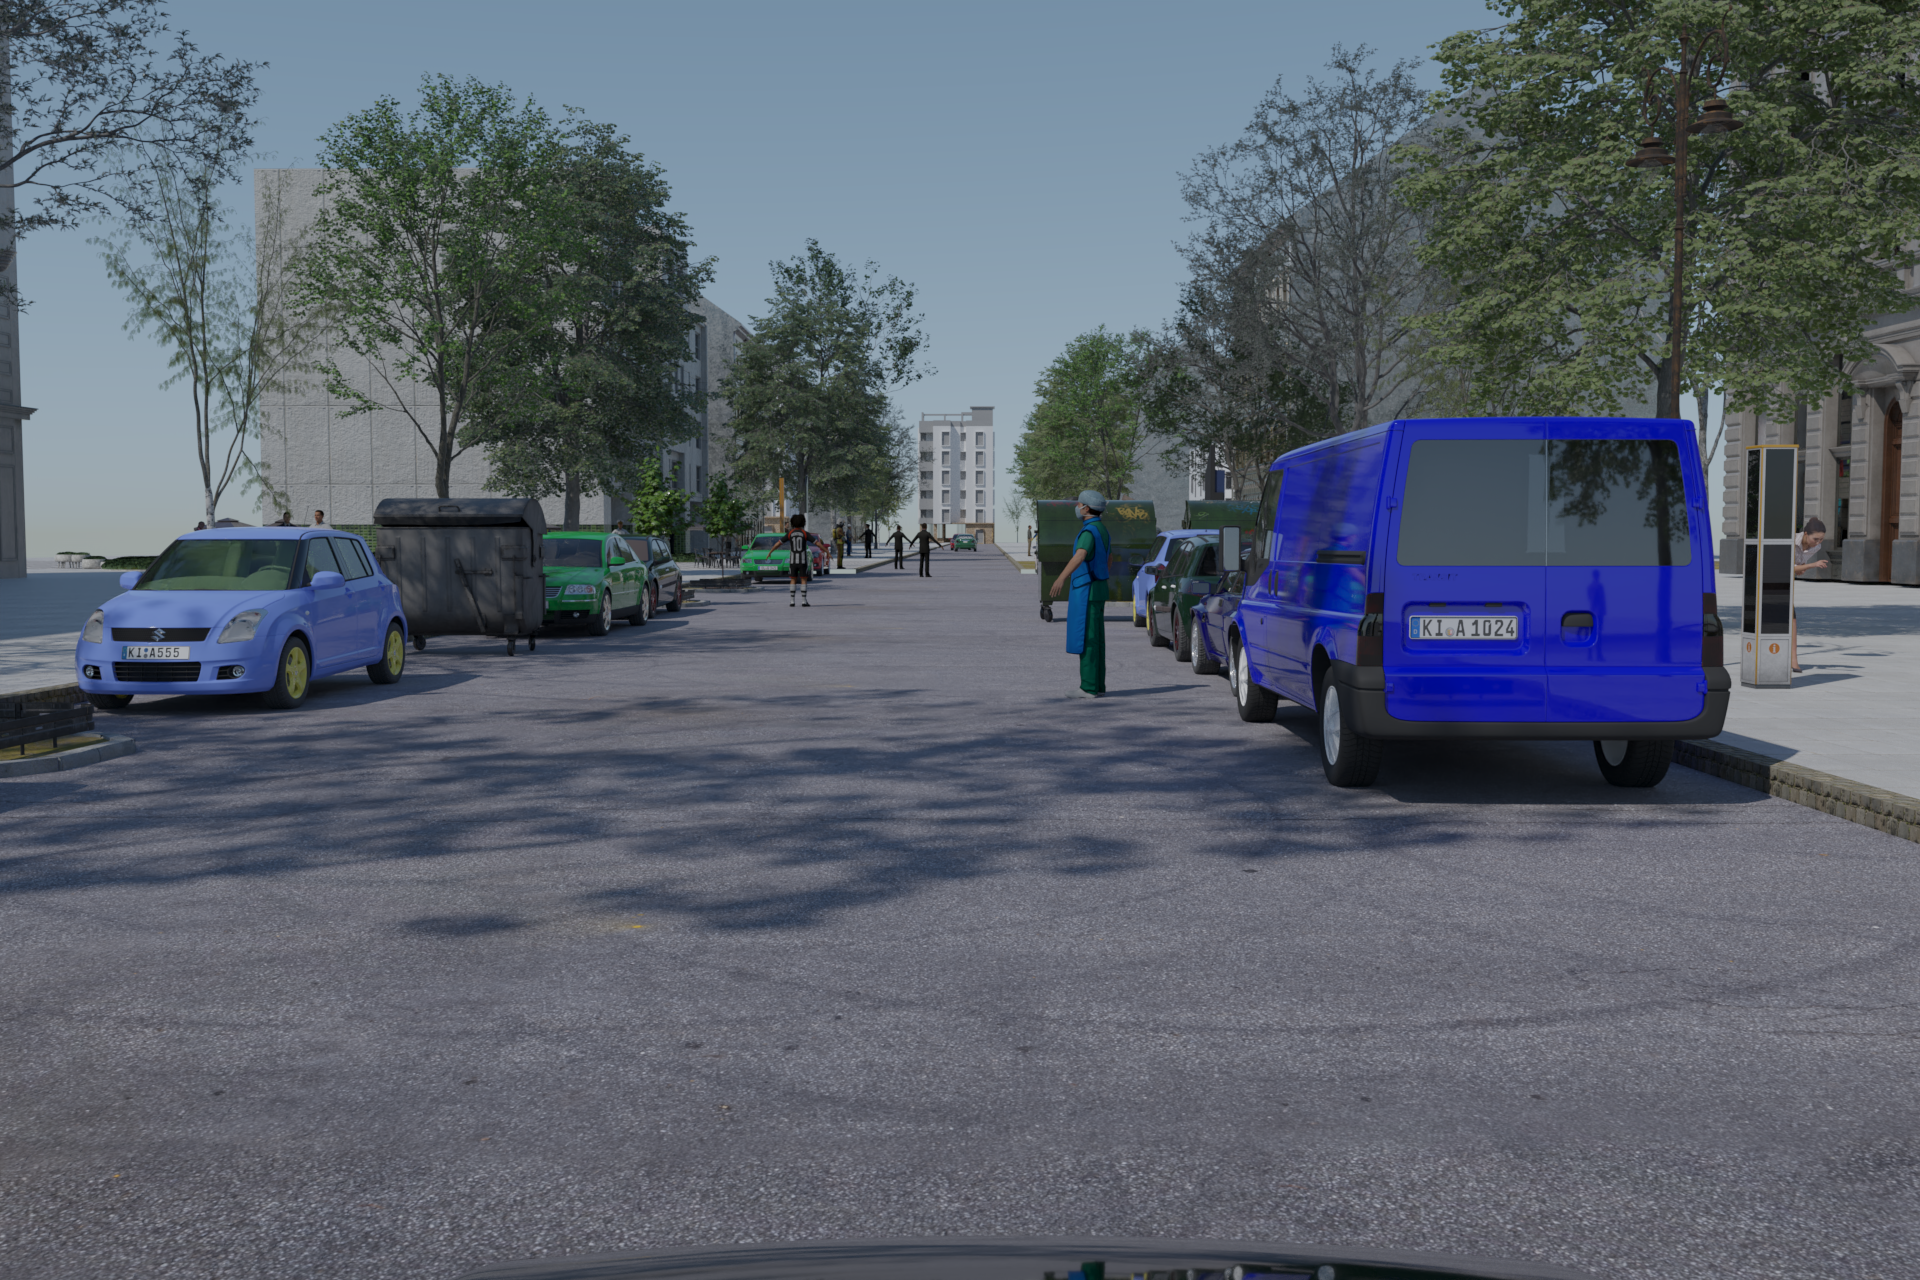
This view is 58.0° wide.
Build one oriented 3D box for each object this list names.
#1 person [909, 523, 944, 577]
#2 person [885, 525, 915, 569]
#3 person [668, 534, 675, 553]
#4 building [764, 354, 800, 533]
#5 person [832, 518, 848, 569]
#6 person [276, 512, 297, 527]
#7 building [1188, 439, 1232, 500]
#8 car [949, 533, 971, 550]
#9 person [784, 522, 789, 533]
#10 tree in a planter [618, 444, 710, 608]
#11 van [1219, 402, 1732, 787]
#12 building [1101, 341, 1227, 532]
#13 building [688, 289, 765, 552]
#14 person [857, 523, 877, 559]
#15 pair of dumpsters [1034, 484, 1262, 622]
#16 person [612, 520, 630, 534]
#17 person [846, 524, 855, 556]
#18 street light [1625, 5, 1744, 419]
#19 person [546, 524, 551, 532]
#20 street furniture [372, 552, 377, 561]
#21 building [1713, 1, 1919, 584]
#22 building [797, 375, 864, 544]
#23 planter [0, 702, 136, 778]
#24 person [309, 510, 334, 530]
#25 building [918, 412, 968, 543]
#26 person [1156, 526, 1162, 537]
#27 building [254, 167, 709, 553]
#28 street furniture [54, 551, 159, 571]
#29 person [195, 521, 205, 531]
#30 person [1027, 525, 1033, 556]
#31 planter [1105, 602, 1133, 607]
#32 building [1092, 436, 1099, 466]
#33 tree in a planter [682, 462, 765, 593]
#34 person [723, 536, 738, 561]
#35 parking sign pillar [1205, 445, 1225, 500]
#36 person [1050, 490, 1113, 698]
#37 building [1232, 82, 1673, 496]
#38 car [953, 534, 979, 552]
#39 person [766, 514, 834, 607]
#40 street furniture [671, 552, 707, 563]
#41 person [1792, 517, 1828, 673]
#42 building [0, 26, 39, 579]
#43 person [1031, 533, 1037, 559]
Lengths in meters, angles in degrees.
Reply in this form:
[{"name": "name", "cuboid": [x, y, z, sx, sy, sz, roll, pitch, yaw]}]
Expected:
[{"name": "person", "cuboid": [-1.158, -2.984, 57.476, 1.346, 1.802, 0.704, 2, 4, 30]}, {"name": "person", "cuboid": [-2.471, -3.771, 70.341, 1.346, 1.802, 0.704, 2, 4, 26]}, {"name": "person", "cuboid": [-14.997, -5.080, 89.775, 0.721, 1.740, 1.216, 0, 4, 0]}, {"name": "building", "cuboid": [-22.780, -19.771, 179.671, 16.016, 20.090, 11.380, 0, 4, 2]}, {"name": "person", "cuboid": [-4.365, -3.535, 63.563, 0.705, 1.858, 1.354, -1, 4, -16]}, {"name": "person", "cuboid": [-16.159, -2.177, 41.637, 1.345, 1.823, 0.704, -2, 4, -27]}, {"name": "building", "cuboid": [25.200, -12.407, 144.998, 9.099, 9.664, 28.070, 0, 4, 1]}, {"name": "car", "cuboid": [0.081, -8.785, 152.679, 2.155, 1.783, 4.494, 0, 4, 1]}, {"name": "person", "cuboid": [-7.450, -4.192, 74.682, 0.704, 1.812, 1.346, 1, 4, 9]}, {"name": "tree in a planter", "cuboid": [-6.060, -2.281, 34.513, 1.991, 3.239, 1.994, 0, 4, 2]}, {"name": "van", "cuboid": [3.053, -0.433, 11.457, 2.240, 2.365, 5.245, 0, 4, 0]}, {"name": "building", "cuboid": [25.975, -22.610, 200.606, 19.493, 23.208, 18.063, 0, 4, 1]}, {"name": "building", "cuboid": [-25.439, -18.504, 133.476, 19.493, 23.208, 18.063, 0, 3, 0]}, {"name": "person", "cuboid": [-4.839, -5.197, 90.906, 1.347, 1.837, 0.705, -3, 5, -44]}, {"name": "pair of dumpsters", "cuboid": [3.439, -1.446, 28.585, 4.436, 2.255, 1.574, 0, 3, 0]}, {"name": "person", "cuboid": [-11.706, -3.262, 59.801, 1.216, 1.778, 0.721, -1, 4, -20]}, {"name": "person", "cuboid": [-6.346, -5.728, 99.511, 0.705, 1.847, 1.347, -1, 4, -20]}, {"name": "street light", "cuboid": [6.561, -2.634, 15.862, 0.468, 5.910, 1.993, 0, 4, 1]}, {"name": "person", "cuboid": [-15.212, -3.476, 63.301, 1.216, 1.772, 0.721, -1, 4, -10]}, {"name": "street furniture", "cuboid": [-25.350, -3.711, 76.299, 5.734, 0.657, 10.072, 0, 4, -3]}, {"name": "building", "cuboid": [27.243, -13.083, 41.626, 11.050, 23.595, 19.941, 0, 4, 1]}, {"name": "building", "cuboid": [-22.828, -24.580, 232.817, 19.493, 23.208, 18.063, 0, 4, 2]}, {"name": "planter", "cuboid": [-6.412, 0.627, 10.893, 1.991, 0.319, 1.994, 0, 4, 2]}, {"name": "person", "cuboid": [-14.016, -1.941, 37.884, 1.344, 1.810, 0.704, 1, 4, 10]}, {"name": "building", "cuboid": [-5.966, -24.570, 260.594, 11.380, 20.090, 16.016, 0, 4, 8]}, {"name": "person", "cuboid": [5.560, -2.731, 50.483, 1.345, 1.849, 0.704, -1, 4, -21]}, {"name": "building", "cuboid": [-25.429, -14.267, 99.727, 16.747, 18.905, 31.486, 0, 4, 1]}, {"name": "street furniture", "cuboid": [-29.377, -2.965, 64.108, 10.072, 0.657, 5.734, 3, 5, 42]}, {"name": "person", "cuboid": [-21.301, -2.518, 48.682, 0.593, 1.643, 0.415, 3, 5, 44]}, {"name": "person", "cuboid": [4.044, -5.723, 99.845, 0.705, 1.796, 1.348, 0, 4, 2]}, {"name": "planter", "cuboid": [3.652, -0.849, 35.019, 1.991, 0.319, 1.994, 0, 4, 1]}, {"name": "building", "cuboid": [26.809, -23.879, 221.357, 19.493, 23.208, 18.063, 0, 4, 1]}, {"name": "tree in a planter", "cuboid": [-5.934, -2.813, 43.210, 1.991, 3.239, 1.994, 0, 4, 1]}, {"name": "person", "cuboid": [-11.158, -4.740, 83.630, 0.705, 1.813, 1.348, 2, 4, 24]}, {"name": "parking sign pillar", "cuboid": [7.756, -3.940, 52.893, 1.447, 3.967, 1.447, 0, 4, 1]}, {"name": "person", "cuboid": [1.116, -0.406, 15.221, 0.704, 1.817, 1.347, 1, 4, 22]}, {"name": "building", "cuboid": [25.358, -16.042, 93.215, 19.493, 23.208, 18.063, 0, 4, 0]}, {"name": "car", "cuboid": [0.465, -7.944, 141.689, 2.131, 1.459, 4.920, 0, 4, 1]}, {"name": "person", "cuboid": [-3.169, -1.559, 34.088, 1.345, 1.843, 0.704, 0, 4, 5]}, {"name": "street furniture", "cuboid": [-15.983, -3.696, 76.061, 10.072, 0.657, 5.734, -3, 4, -37]}, {"name": "person", "cuboid": [7.687, -0.416, 16.036, 0.799, 1.438, 0.628, 3, 5, 43]}, {"name": "building", "cuboid": [-31.862, -13.839, 38.283, 10.469, 25.551, 25.511, 0, 3, 0]}, {"name": "person", "cuboid": [4.070, -5.137, 89.959, 0.705, 1.833, 1.349, 2, 4, 29]}]
